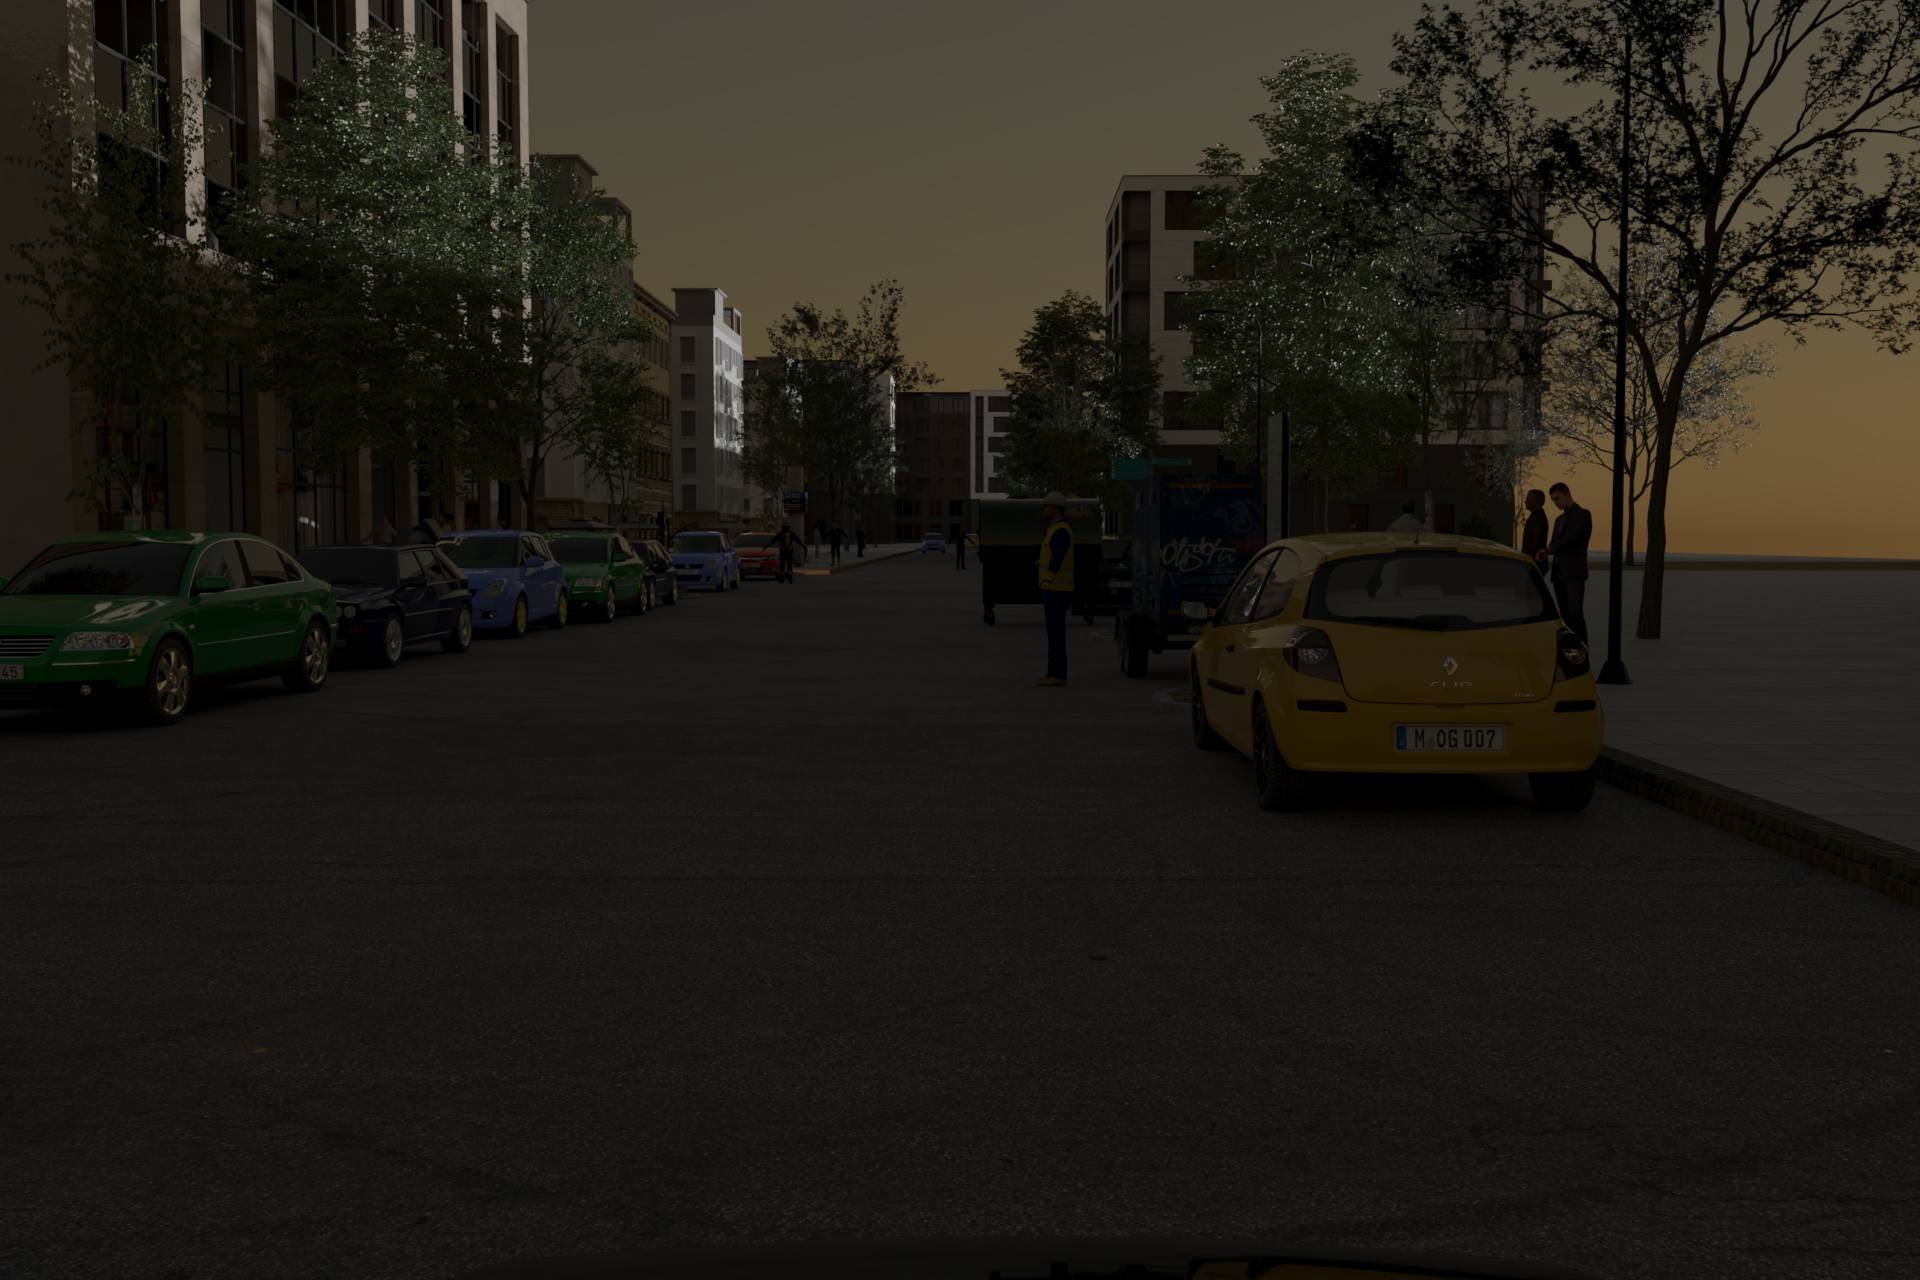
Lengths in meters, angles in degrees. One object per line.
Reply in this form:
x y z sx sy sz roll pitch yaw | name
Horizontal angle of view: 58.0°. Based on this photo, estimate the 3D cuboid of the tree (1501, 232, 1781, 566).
27.063 -9.717 69.250 12.009 13.543 11.850 0 3 0 | tree

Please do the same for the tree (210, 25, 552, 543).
-13.243 -7.431 39.630 7.486 12.596 7.792 0 3 0 | tree

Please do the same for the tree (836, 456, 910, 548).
-8.224 -13.928 162.134 7.601 10.594 8.767 0 4 -2 | tree

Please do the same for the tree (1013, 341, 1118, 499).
3.724 -7.131 66.953 4.360 8.622 3.978 0 3 0 | tree

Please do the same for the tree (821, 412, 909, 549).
-8.156 -13.469 145.979 9.928 11.665 9.643 0 3 0 | tree

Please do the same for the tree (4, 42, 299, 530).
-12.711 -4.679 26.870 4.737 8.622 4.395 0 3 0 | tree

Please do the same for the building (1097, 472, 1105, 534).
22.083 -16.448 211.069 9.099 9.664 28.070 0 4 1 | building

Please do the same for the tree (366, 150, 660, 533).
-12.177 -7.499 48.364 9.928 11.665 9.643 0 3 0 | tree

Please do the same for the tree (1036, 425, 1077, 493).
6.605 -9.643 108.026 4.737 8.622 4.395 0 3 0 | tree

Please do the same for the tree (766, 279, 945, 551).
-6.938 -16.602 127.337 12.611 20.169 13.585 0 3 0 | tree

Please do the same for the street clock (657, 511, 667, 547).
-9.517 -3.108 55.384 0.358 2.002 0.471 0 4 1 | street clock

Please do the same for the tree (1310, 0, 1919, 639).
8.327 -5.273 20.625 8.767 10.594 7.601 1 4 18 | tree

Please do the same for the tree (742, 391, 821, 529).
-8.712 -8.470 88.847 4.360 8.622 3.978 0 3 0 | tree

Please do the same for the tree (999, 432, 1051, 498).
7.220 -13.673 149.316 9.928 11.665 9.643 0 3 0 | tree

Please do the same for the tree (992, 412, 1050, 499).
7.729 -15.750 164.174 9.857 13.997 8.962 0 3 0 | tree

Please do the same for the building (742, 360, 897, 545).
-22.820 -22.976 219.627 27.936 21.610 32.646 0 4 1 | building

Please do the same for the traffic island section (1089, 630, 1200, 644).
2.743 -0.028 23.321 1.991 0.108 1.994 0 4 1 | traffic island section

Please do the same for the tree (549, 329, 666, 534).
-12.138 -6.748 60.699 4.737 8.622 4.395 0 3 0 | tree

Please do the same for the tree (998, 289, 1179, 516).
6.552 -11.198 89.749 9.857 13.997 8.962 0 3 0 | tree

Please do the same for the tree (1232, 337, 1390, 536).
15.203 -8.594 74.929 7.601 10.594 8.767 -1 4 -12 | tree

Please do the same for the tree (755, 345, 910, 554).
-8.075 -12.314 111.708 12.009 13.543 11.850 0 3 0 | tree

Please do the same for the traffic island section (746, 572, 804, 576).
-6.475 -2.298 60.438 1.991 0.108 1.994 0 4 1 | traffic island section

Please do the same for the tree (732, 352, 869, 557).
-9.002 -10.539 98.075 9.928 11.665 9.643 0 3 0 | tree

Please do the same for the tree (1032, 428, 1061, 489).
6.748 -10.126 115.917 4.737 8.622 4.395 0 3 0 | tree

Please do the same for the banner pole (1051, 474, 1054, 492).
3.815 -4.980 71.440 0.401 3.779 0.863 0 4 0 | banner pole

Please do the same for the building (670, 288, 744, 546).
-23.660 -17.006 134.464 16.016 20.090 11.380 0 4 2 | building

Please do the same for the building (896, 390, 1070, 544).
-0.951 -25.145 257.553 32.646 21.610 27.936 0 4 -1 | building

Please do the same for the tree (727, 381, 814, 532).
-8.555 -8.092 82.671 4.360 8.622 3.978 0 3 0 | tree

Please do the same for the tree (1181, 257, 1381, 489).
12.115 -8.500 64.731 9.928 11.665 9.643 0 3 0 | tree

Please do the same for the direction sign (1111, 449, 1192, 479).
5.998 -3.981 53.858 2.525 3.948 1.411 0 4 0 | direction sign

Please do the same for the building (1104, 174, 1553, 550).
23.406 -16.580 115.065 27.936 21.610 32.646 0 4 1 | building

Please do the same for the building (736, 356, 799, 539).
-23.194 -20.133 185.598 16.016 20.090 11.380 0 4 1 | building

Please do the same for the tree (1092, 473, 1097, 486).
22.089 -21.317 255.179 9.857 13.997 8.962 0 3 0 | tree

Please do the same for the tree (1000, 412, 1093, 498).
7.008 -12.935 137.237 9.928 11.665 9.643 0 3 0 | tree

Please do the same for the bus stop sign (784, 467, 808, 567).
-6.415 -4.815 67.747 0.837 3.901 0.837 0 4 0 | bus stop sign

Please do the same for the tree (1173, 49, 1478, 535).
8.770 -7.549 41.554 7.486 12.596 7.792 0 3 0 | tree

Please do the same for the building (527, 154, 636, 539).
-24.037 -14.150 87.777 16.016 20.090 11.380 0 4 1 | building

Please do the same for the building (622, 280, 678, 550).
-29.116 -17.091 110.369 19.493 23.208 18.063 0 3 0 | building

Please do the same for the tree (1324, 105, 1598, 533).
8.018 -4.882 30.191 4.360 8.622 3.978 0 3 0 | tree

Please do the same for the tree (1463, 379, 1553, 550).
26.153 -7.966 80.609 4.360 8.622 3.978 0 3 0 | tree

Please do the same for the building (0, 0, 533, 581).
-29.056 -17.541 53.018 22.709 31.103 35.509 0 4 1 | building
